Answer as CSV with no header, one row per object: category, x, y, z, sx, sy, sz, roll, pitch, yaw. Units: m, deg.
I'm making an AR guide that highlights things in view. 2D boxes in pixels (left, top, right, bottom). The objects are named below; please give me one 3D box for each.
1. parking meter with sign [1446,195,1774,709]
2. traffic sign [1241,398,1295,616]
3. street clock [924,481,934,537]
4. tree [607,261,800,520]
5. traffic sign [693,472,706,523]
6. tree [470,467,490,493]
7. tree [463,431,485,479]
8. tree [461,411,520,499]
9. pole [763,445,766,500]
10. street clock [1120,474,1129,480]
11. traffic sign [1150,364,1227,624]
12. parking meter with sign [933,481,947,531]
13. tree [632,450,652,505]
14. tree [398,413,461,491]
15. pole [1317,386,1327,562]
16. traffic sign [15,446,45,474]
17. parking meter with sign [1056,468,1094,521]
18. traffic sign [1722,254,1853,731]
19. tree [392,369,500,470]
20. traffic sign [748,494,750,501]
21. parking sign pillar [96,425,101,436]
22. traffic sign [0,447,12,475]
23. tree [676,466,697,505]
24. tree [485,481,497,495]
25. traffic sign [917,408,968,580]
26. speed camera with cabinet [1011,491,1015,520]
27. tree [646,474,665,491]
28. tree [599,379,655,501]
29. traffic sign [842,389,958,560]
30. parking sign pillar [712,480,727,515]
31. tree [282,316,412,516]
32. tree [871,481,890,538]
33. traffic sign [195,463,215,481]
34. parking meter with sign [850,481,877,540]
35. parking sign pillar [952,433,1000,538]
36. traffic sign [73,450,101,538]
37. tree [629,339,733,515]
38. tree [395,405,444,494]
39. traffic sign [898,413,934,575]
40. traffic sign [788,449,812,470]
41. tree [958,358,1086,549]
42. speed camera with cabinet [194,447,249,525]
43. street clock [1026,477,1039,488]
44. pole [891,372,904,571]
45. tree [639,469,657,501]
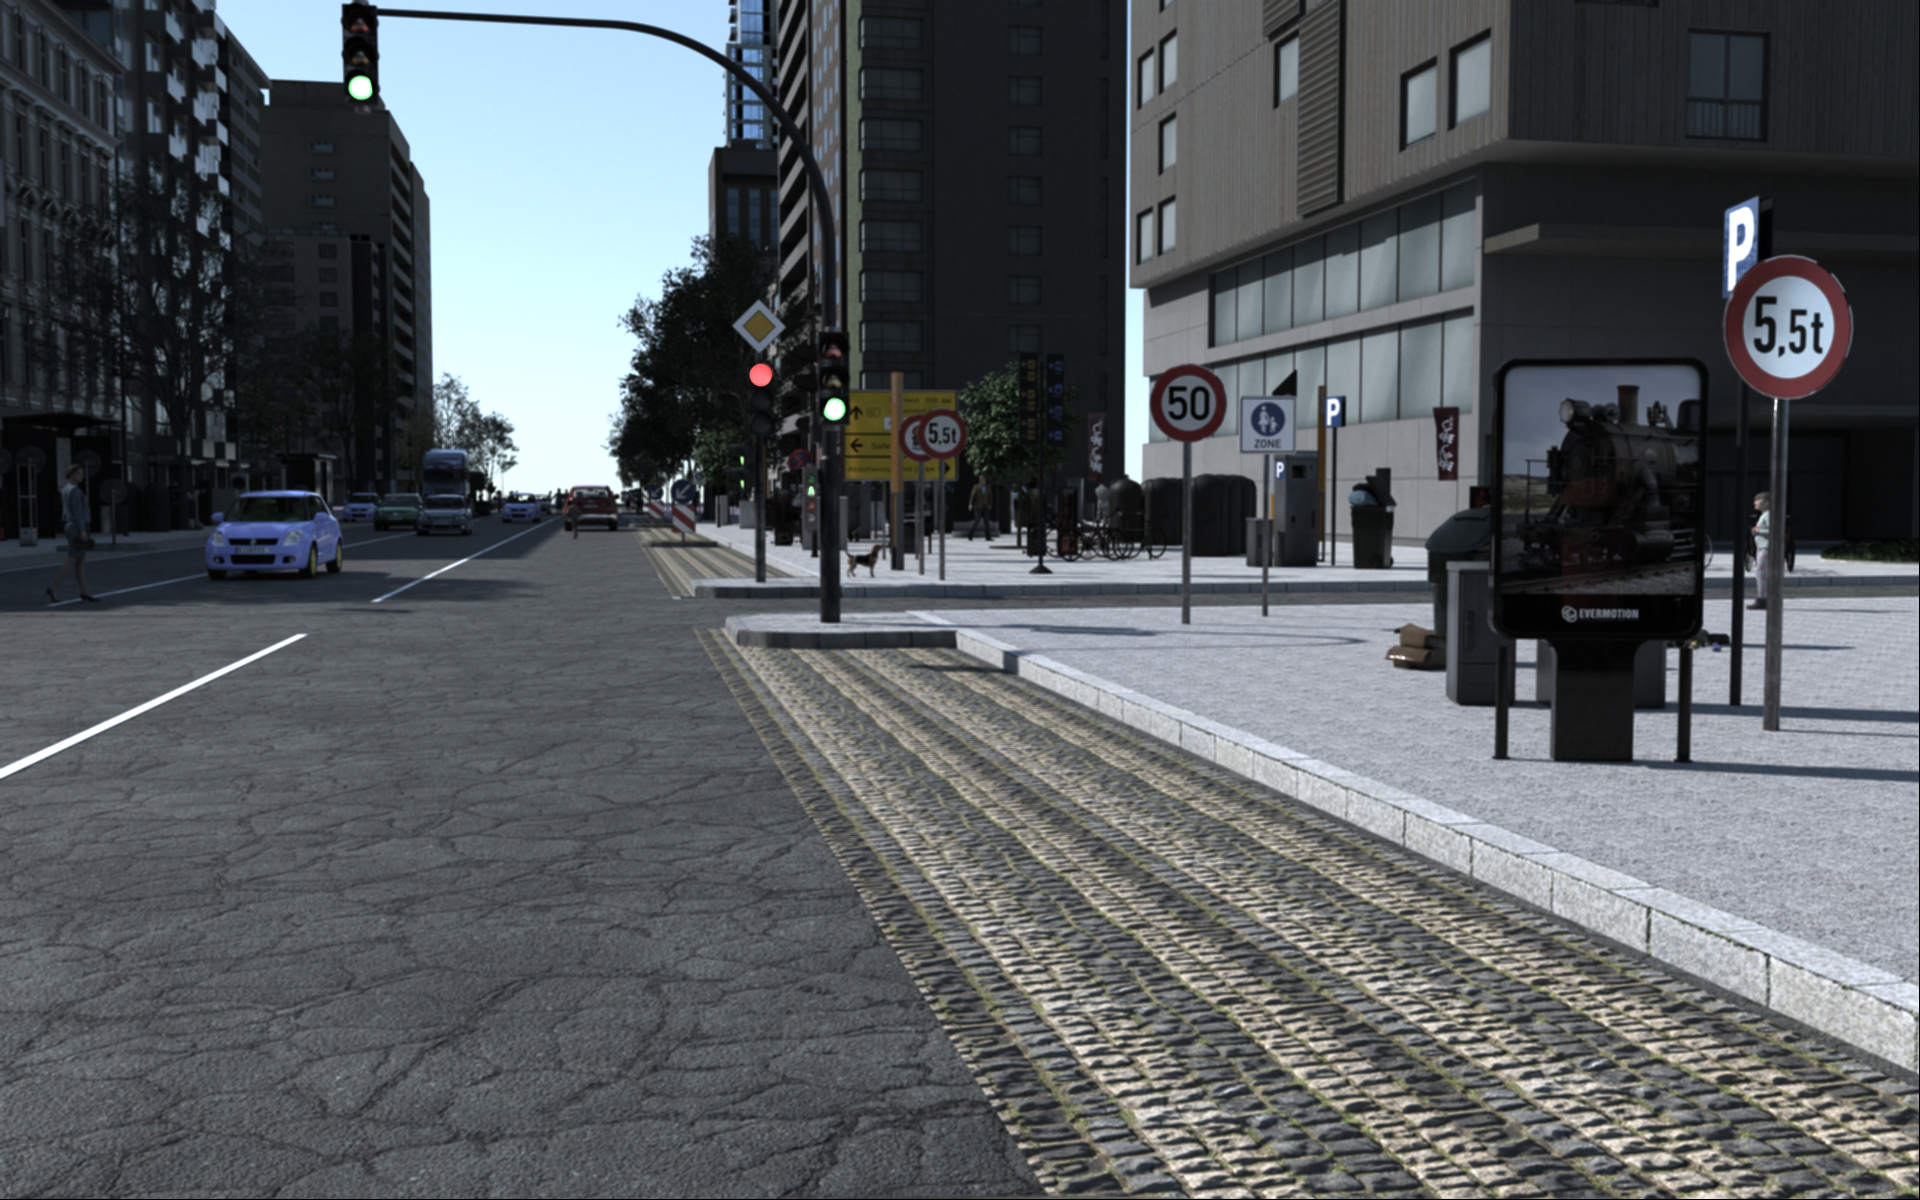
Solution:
parking meter with sign,3.884,-0.870,10.486,1.738,3.016,0.543,0,4,4
traffic sign,3.201,-0.978,18.112,0.606,2.300,0.079,0,4,-5
street clock,-1.022,-2.918,52.273,0.471,2.002,0.358,1,4,16
tree,-12.524,-10.283,85.142,9.611,12.733,9.660,0,3,0
traffic sign,-11.594,-4.584,77.086,0.606,2.300,0.079,-1,4,-9
tree,-57.453,-13.593,205.964,4.285,4.588,4.351,0,3,0
tree,-53.021,-14.391,185.656,4.360,8.622,3.978,0,3,0
tree,-58.564,-17.698,215.115,9.928,11.665,9.643,0,3,0
pole,-8.144,-4.767,71.791,0.158,3.312,0.155,0,3,0
street clock,6.084,-3.632,63.951,0.358,2.002,0.471,1,4,21
traffic sign,2.234,-1.035,17.035,0.768,2.556,0.104,0,4,-4
parking meter with sign,-0.828,-3.964,61.067,1.738,3.016,0.543,3,5,42
tree,-23.182,-11.449,137.552,4.360,8.622,3.978,0,3,0
tree,-47.276,-12.413,153.319,4.360,8.622,3.978,0,3,0
pole,6.841,-2.380,32.759,0.158,3.312,0.155,0,3,0
traffic sign,-24.608,-2.797,45.844,0.768,2.556,0.104,0,4,-6
parking meter with sign,5.428,-5.204,81.344,1.738,3.016,0.543,1,4,15
traffic sign,4.408,-0.564,9.331,0.768,2.556,0.104,-1,4,-10
tree,-50.368,-15.879,169.996,12.009,13.543,11.850,0,3,0
traffic sign,-7.980,-4.004,65.466,0.884,2.594,0.081,-1,4,-8
parking sign pillar,-33.486,-4.812,67.141,1.447,3.967,1.447,-2,4,-27
traffic sign,-25.512,-2.799,45.872,0.768,2.556,0.104,0,4,-7
tree,-18.465,-7.533,117.773,1.663,3.219,1.824,0,3,0
tree,-61.206,-14.175,226.358,1.663,3.219,1.824,0,3,0
traffic sign,-0.267,-1.568,25.735,0.768,2.556,0.104,-1,4,-11
speed camera with cabinet,1.974,-5.573,85.460,2.038,3.252,0.660,0,4,-8
tree,-28.877,-10.328,163.456,1.663,3.219,1.824,0,3,0
tree,-33.199,-16.746,184.174,12.009,13.543,11.850,0,3,0
traffic sign,-1.161,-2.440,33.772,2.265,3.308,0.079,0,4,-8
parking sign pillar,-13.860,-6.708,98.152,1.447,3.967,1.447,-3,5,-45
tree,-36.172,-10.805,102.414,9.928,11.665,9.643,0,3,0
tree,-2.155,-3.475,51.420,1.663,3.219,1.824,0,3,0
traffic sign,-30.650,-4.293,70.294,0.768,2.556,0.104,-1,4,-9
parking meter with sign,-2.870,-3.250,49.397,0.543,3.016,1.738,-3,4,-37
parking sign pillar,0.481,-3.859,51.560,1.447,3.967,1.447,1,4,9
traffic sign,-25.126,-3.042,49.846,0.768,2.556,0.104,0,4,-4
tree,-16.154,-10.930,104.458,9.928,11.665,9.643,0,3,0
tree,-44.207,-11.665,141.085,4.737,8.622,4.395,0,3,0
traffic sign,-0.609,-1.675,27.485,0.768,2.556,0.104,0,4,-7
traffic sign,-4.445,-2.962,48.533,0.768,2.556,0.104,-1,4,-11
tree,1.335,-3.505,41.016,4.285,4.588,4.351,0,3,0
speed camera with cabinet,-30.572,-4.731,71.692,2.038,3.252,0.660,-1,4,-17
street clock,2.998,-4.102,71.638,0.471,2.002,0.358,1,4,12
pole,-1.050,-2.154,29.055,0.158,3.312,0.155,0,3,0
tree,-38.758,-14.284,217.260,4.285,4.588,4.351,0,3,0
